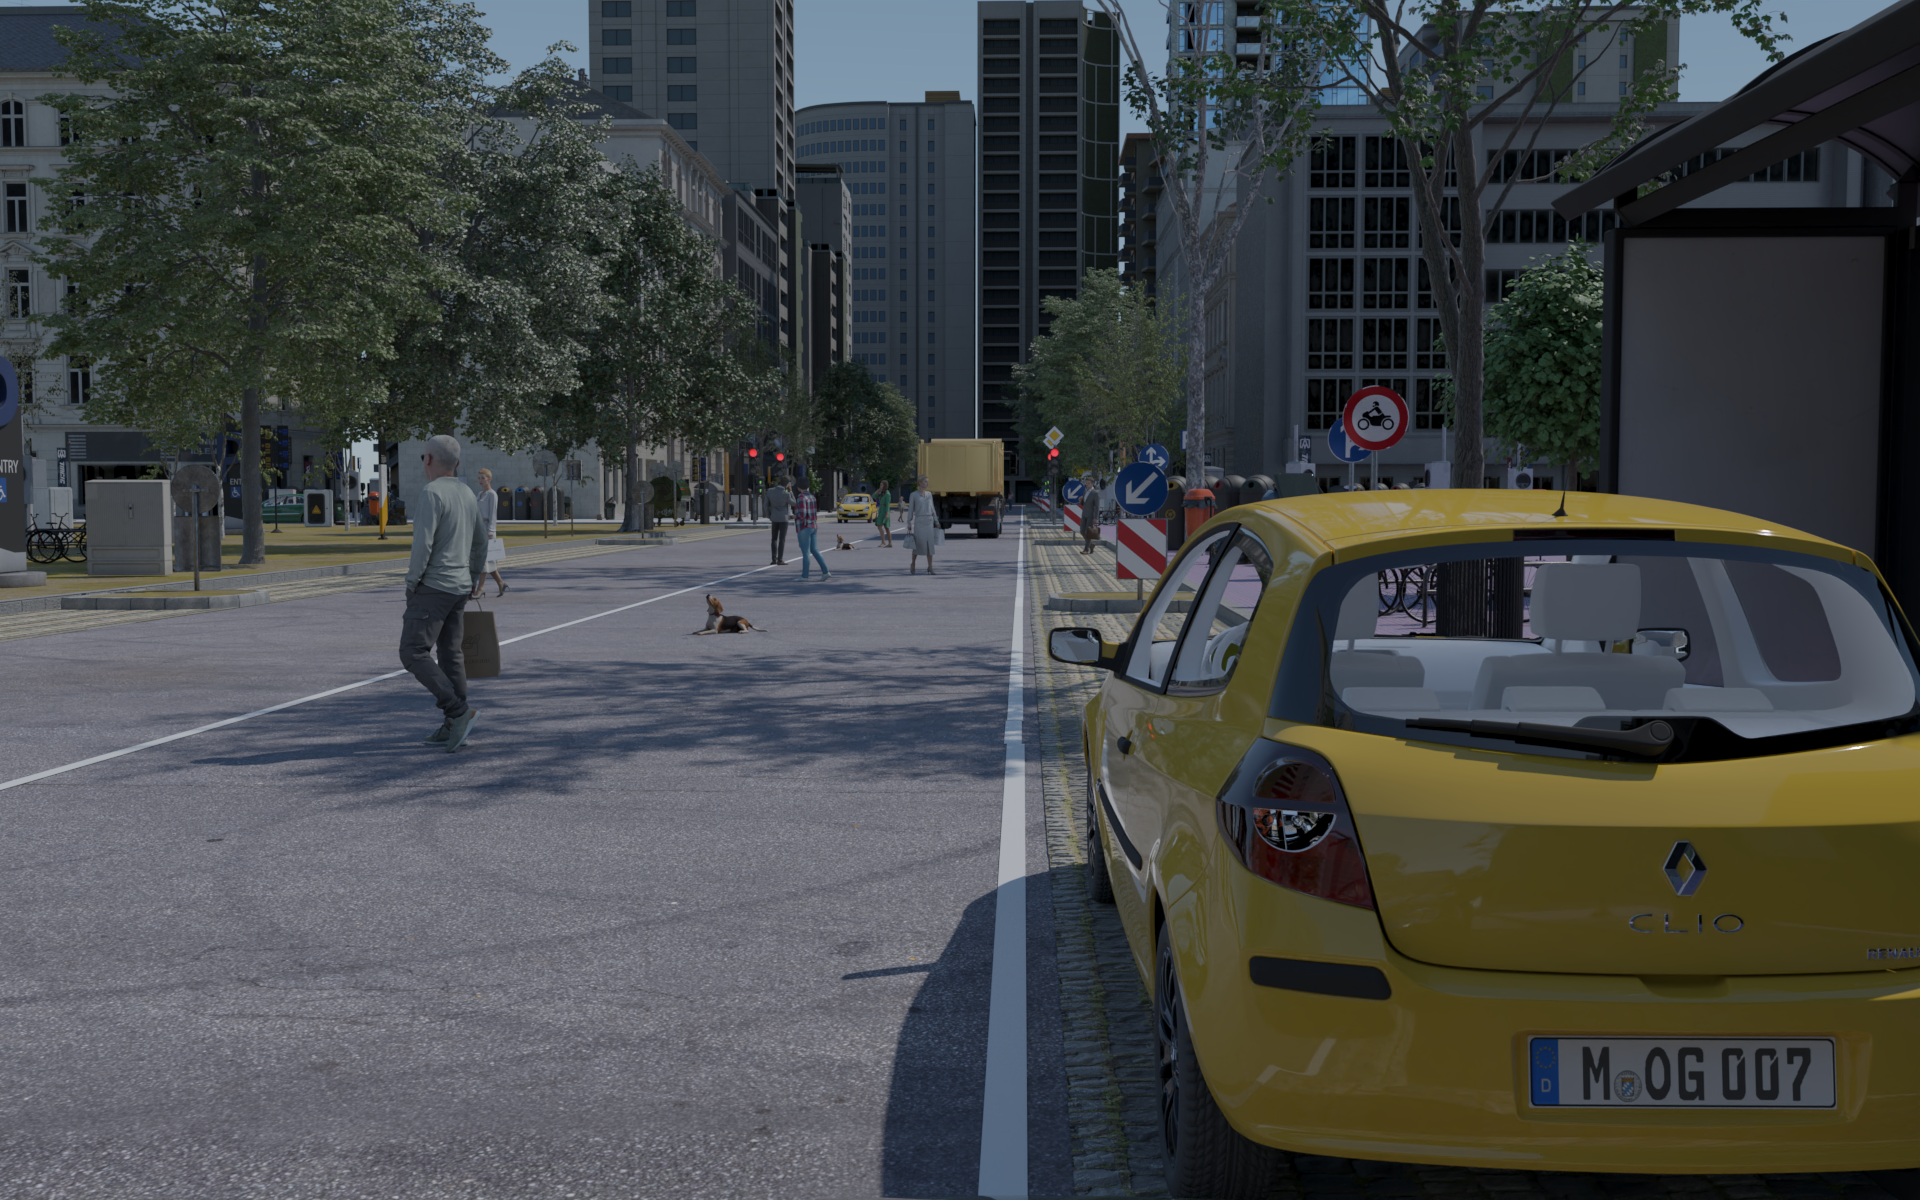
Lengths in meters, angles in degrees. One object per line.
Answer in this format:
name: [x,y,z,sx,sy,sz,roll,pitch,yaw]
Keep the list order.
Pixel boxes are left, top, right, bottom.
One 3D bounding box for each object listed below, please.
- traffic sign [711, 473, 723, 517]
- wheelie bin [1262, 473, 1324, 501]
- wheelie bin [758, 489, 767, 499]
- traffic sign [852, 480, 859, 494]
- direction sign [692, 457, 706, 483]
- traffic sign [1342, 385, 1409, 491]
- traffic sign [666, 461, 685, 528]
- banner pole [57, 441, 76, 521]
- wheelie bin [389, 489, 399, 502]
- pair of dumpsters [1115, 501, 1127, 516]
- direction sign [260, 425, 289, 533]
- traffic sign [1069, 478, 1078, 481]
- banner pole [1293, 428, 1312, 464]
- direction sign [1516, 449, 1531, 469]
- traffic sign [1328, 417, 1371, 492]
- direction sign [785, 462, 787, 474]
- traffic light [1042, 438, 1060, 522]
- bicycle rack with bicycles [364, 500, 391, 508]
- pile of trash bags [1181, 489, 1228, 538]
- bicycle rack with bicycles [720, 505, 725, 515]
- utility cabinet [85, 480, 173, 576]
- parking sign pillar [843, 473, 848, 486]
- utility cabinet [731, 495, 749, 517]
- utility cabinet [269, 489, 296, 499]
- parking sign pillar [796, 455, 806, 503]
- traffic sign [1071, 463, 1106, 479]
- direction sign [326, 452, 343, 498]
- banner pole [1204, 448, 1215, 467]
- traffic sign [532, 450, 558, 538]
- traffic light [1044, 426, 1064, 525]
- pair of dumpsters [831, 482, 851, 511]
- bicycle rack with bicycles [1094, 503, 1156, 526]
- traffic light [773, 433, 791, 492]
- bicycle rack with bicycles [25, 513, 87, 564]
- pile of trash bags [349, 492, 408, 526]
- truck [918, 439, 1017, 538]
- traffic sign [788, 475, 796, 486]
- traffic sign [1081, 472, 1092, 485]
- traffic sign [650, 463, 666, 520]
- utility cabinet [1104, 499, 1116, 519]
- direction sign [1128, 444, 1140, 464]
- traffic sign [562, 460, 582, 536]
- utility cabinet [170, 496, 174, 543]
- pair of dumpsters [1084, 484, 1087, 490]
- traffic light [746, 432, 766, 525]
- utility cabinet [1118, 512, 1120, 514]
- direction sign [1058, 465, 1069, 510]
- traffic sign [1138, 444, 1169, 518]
traffic sign: [-11.937,-5.080,85.188,0.606,2.300,0.079,0,4,6]
wheelie bin: [4.987,-1.110,26.060,0.980,1.594,0.693,-1,4,-13]
wheelie bin: [-12.752,-6.441,113.221,0.693,1.594,0.980,2,4,27]
traffic sign: [-9.386,-9.394,153.697,0.768,2.556,0.104,0,4,4]
direction sign: [-16.090,-7.029,106.914,0.876,3.537,0.379,-1,4,-22]
traffic sign: [4.876,-1.241,20.392,0.768,2.556,0.104,0,4,6]
traffic sign: [-10.920,-4.052,66.359,0.768,2.556,0.104,1,4,11]
banner pole: [-42.413,-5.634,82.138,0.401,3.779,0.863,2,4,31]
wheelie bin: [-34.645,-6.034,106.562,0.693,1.594,0.980,3,5,41]
pair of dumpsters: [8.755,-5.704,95.751,1.574,2.255,4.437,0,4,2]
direction sign: [-22.592,-3.985,57.146,0.876,3.537,0.379,-1,4,-13]
traffic sign: [7.002,-6.395,106.689,0.606,2.300,0.079,0,4,2]
banner pole: [12.743,-4.577,64.844,0.863,3.779,0.401,1,4,10]
direction sign: [27.625,-5.684,84.924,0.876,3.537,0.379,-1,4,-20]
traffic sign: [6.308,-1.702,27.936,0.768,2.556,0.104,1,4,8]
direction sign: [-12.270,-7.938,121.789,0.379,3.537,0.876,1,4,9]
traffic light: [4.172,-5.539,79.490,0.839,4.253,0.868,0,4,2]
bicycle rack with bicycles: [-47.006,-7.653,138.515,2.852,0.926,2.925,3,5,42]
pile of trash bags: [5.281,-1.322,31.360,3.447,1.369,1.912,-3,5,-41]
bicycle rack with bicycles: [-15.532,-5.621,105.288,2.925,0.926,2.852,-2,4,-33]
utility cabinet: [-12.934,-1.117,26.948,1.173,1.500,0.318,0,4,-3]
parking sign pillar: [-9.709,-9.846,149.460,1.447,3.967,1.447,1,4,11]
utility cabinet: [-12.166,-5.171,95.714,1.020,1.237,0.306,2,4,30]
utility cabinet: [-31.605,-4.414,80.846,1.173,1.500,0.318,0,4,7]
parking sign pillar: [-10.657,-7.896,117.564,1.447,3.967,1.447,1,4,20]
traffic sign: [8.361,-7.262,112.602,2.265,3.308,0.079,0,4,8]
direction sign: [-33.469,-6.159,92.701,0.876,3.537,0.379,0,4,2]
banner pole: [13.477,-6.327,93.469,0.863,3.779,0.401,1,4,20]
traffic sign: [-11.985,-3.054,50.037,0.768,2.556,0.104,0,4,8]
traffic light: [3.882,-5.051,71.510,0.839,4.253,0.868,0,4,2]
pair of dumpsters: [-9.308,-7.977,132.921,1.574,2.255,4.437,0,4,2]
bicycle rack with bicycles: [6.581,-3.482,70.310,2.925,0.926,2.852,0,4,-2]
traffic light: [-8.232,-5.566,79.922,0.839,4.253,0.868,0,4,2]
bicycle rack with bicycles: [-16.799,-1.185,32.761,2.925,0.926,2.852,-1,4,-10]
pile of trash bags: [-23.503,-3.702,70.286,1.912,1.369,3.447,-1,4,-9]
truck: [0.164,-3.891,59.537,3.469,3.379,9.791,0,4,3]
traffic sign: [-11.419,-7.109,116.338,0.768,2.556,0.104,0,4,8]
traffic sign: [7.237,-6.000,98.202,0.768,2.556,0.104,0,4,8]
traffic sign: [-12.199,-4.281,70.098,0.768,2.556,0.104,1,4,9]
utility cabinet: [7.242,-4.761,86.520,1.173,1.500,0.318,-3,5,-40]
direction sign: [7.899,-5.302,78.690,0.379,3.537,0.876,-2,4,-31]
traffic sign: [-11.717,-3.067,52.277,0.606,2.300,0.079,0,4,6]
utility cabinet: [-20.823,-2.092,45.364,0.306,1.237,1.020,-2,4,-33]
pair of dumpsters: [7.661,-6.021,100.942,1.574,2.255,4.437,0,4,2]
traffic light: [-8.522,-5.078,71.942,0.839,4.253,0.868,0,4,2]
utility cabinet: [11.363,-6.705,120.786,1.020,1.237,0.306,0,4,1]
direction sign: [8.114,-8.806,135.975,0.876,3.537,0.379,-1,4,-20]
traffic sign: [4.897,-2.675,43.839,0.768,2.556,0.104,0,4,7]
